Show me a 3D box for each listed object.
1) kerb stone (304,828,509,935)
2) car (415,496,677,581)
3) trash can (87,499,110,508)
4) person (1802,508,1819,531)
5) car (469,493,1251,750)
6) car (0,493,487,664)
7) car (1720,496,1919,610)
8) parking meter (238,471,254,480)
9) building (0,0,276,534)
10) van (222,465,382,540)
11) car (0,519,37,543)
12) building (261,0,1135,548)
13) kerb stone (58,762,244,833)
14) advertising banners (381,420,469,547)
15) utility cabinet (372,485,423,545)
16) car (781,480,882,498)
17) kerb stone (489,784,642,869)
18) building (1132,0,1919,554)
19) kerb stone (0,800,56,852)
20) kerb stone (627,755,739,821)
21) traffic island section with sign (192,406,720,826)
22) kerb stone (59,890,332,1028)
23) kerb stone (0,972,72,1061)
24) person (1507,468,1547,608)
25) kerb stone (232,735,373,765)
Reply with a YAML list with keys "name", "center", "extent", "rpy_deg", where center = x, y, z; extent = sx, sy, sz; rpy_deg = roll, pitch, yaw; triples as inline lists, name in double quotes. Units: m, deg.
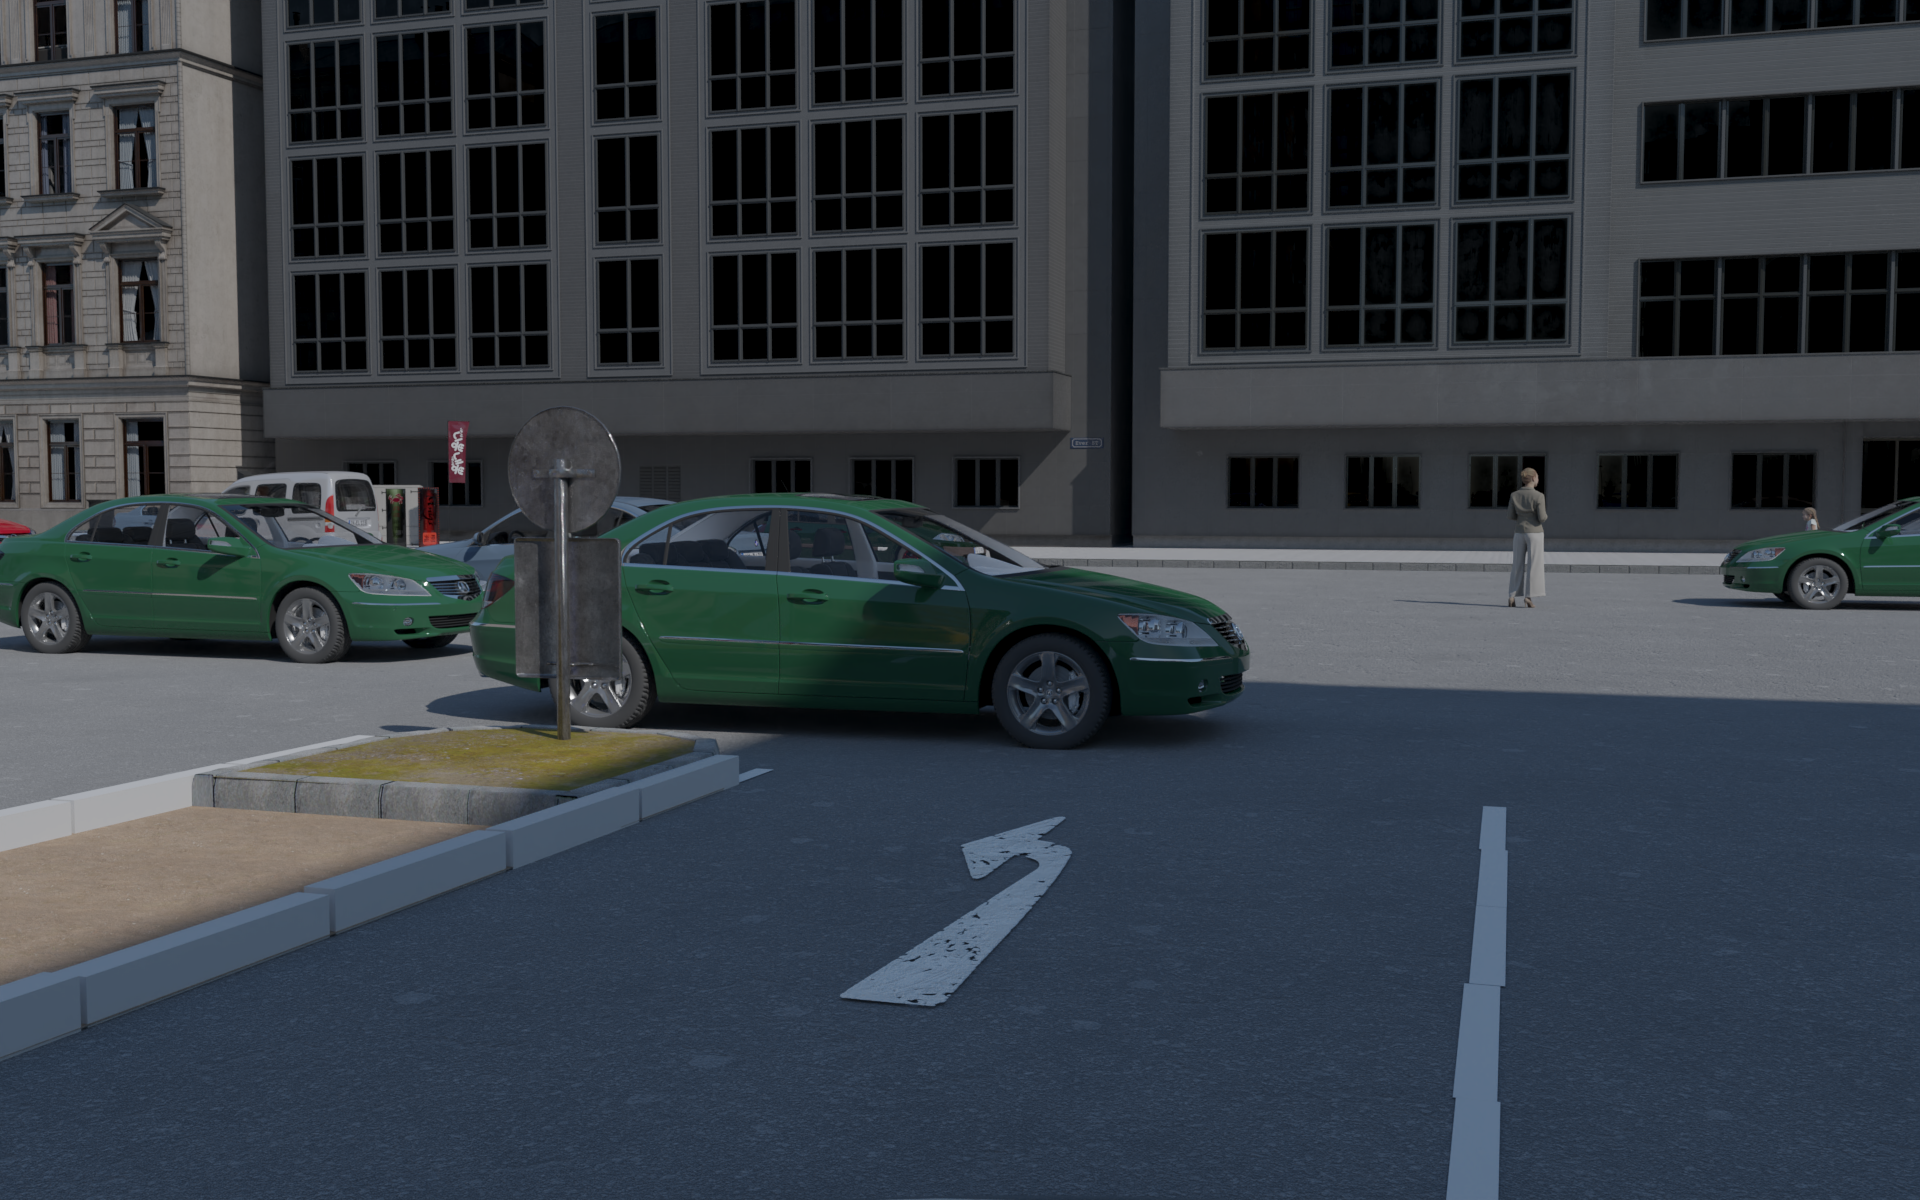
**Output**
- name: "kerb stone"
  center: [-1.934, 0.983, 6.120]
  extent: [0.120, 0.150, 1.000]
  rpy_deg: [1, 4, 18]
- name: "car"
  center: [-4.139, -0.395, 18.461]
  extent: [4.499, 1.417, 2.014]
  rpy_deg: [1, 4, 19]
- name: "trash can"
  center: [-22.588, -2.076, 45.595]
  extent: [0.748, 1.137, 0.748]
  rpy_deg: [0, 3, 0]
- name: "person"
  center: [13.878, -0.894, 28.136]
  extent: [0.382, 1.210, 0.505]
  rpy_deg: [1, 4, 17]
- name: "car"
  center: [-0.650, 0.054, 10.916]
  extent: [4.920, 1.459, 2.131]
  rpy_deg: [1, 4, 16]
- name: "car"
  center: [-6.594, -0.250, 15.886]
  extent: [4.920, 1.459, 2.131]
  rpy_deg: [1, 4, 19]
- name: "car"
  center: [12.242, -0.611, 21.793]
  extent: [4.920, 1.459, 2.131]
  rpy_deg: [1, 4, 17]
- name: "parking meter"
  center: [-17.859, -2.303, 43.364]
  extent: [0.399, 1.863, 0.255]
  rpy_deg: [3, 5, 41]
- name: "building"
  center: [-27.795, -11.530, 53.138]
  extent: [19.286, 19.102, 10.561]
  rpy_deg: [1, 4, 18]
- name: "van"
  center: [-12.960, -1.554, 32.417]
  extent: [4.112, 2.044, 2.013]
  rpy_deg: [1, 4, 17]
- name: "car"
  center: [-18.619, -1.343, 30.992]
  extent: [4.494, 1.783, 2.155]
  rpy_deg: [1, 4, 17]
- name: "building"
  center: [-6.085, -15.637, 49.165]
  extent: [24.014, 27.812, 14.314]
  rpy_deg: [1, 4, 18]
- name: "kerb stone"
  center: [-3.614, 0.884, 7.748]
  extent: [0.120, 0.150, 1.000]
  rpy_deg: [1, 4, 18]
- name: "advertising banners"
  center: [-12.592, -2.735, 40.900]
  extent: [2.074, 3.025, 0.090]
  rpy_deg: [-2, 4, -31]
- name: "utility cabinet"
  center: [-14.010, -2.111, 43.193]
  extent: [1.173, 1.500, 0.318]
  rpy_deg: [0, 4, -2]
- name: "car"
  center: [-1.639, -1.233, 29.953]
  extent: [4.222, 1.686, 2.009]
  rpy_deg: [1, 4, 19]
- name: "kerb stone"
  center: [-1.609, 0.923, 7.099]
  extent: [0.120, 0.150, 1.000]
  rpy_deg: [1, 4, 18]
- name: "building"
  center: [19.950, -13.580, 41.103]
  extent: [30.058, 24.678, 14.314]
  rpy_deg: [1, 4, 18]
- name: "kerb stone"
  center: [-3.918, 0.944, 6.769]
  extent: [0.120, 0.150, 1.000]
  rpy_deg: [1, 4, 18]
- name: "kerb stone"
  center: [-1.299, 0.871, 8.089]
  extent: [0.120, 0.150, 1.000]
  rpy_deg: [1, 4, 18]
- name: "traffic island section with sign"
  center: [-2.253, -0.021, 8.485]
  extent: [2.006, 1.907, 1.989]
  rpy_deg: [1, 4, 18]
- name: "kerb stone"
  center: [-2.246, 1.055, 5.138]
  extent: [0.120, 0.150, 1.000]
  rpy_deg: [1, 4, 18]
- name: "kerb stone"
  center: [-2.554, 1.103, 4.159]
  extent: [0.120, 0.150, 1.000]
  rpy_deg: [1, 4, 18]
- name: "person"
  center: [7.175, -0.781, 21.820]
  extent: [0.362, 1.759, 0.519]
  rpy_deg: [-3, 5, -44]
- name: "kerb stone"
  center: [-3.296, 0.824, 8.723]
  extent: [0.120, 0.150, 1.000]
  rpy_deg: [1, 4, 18]
